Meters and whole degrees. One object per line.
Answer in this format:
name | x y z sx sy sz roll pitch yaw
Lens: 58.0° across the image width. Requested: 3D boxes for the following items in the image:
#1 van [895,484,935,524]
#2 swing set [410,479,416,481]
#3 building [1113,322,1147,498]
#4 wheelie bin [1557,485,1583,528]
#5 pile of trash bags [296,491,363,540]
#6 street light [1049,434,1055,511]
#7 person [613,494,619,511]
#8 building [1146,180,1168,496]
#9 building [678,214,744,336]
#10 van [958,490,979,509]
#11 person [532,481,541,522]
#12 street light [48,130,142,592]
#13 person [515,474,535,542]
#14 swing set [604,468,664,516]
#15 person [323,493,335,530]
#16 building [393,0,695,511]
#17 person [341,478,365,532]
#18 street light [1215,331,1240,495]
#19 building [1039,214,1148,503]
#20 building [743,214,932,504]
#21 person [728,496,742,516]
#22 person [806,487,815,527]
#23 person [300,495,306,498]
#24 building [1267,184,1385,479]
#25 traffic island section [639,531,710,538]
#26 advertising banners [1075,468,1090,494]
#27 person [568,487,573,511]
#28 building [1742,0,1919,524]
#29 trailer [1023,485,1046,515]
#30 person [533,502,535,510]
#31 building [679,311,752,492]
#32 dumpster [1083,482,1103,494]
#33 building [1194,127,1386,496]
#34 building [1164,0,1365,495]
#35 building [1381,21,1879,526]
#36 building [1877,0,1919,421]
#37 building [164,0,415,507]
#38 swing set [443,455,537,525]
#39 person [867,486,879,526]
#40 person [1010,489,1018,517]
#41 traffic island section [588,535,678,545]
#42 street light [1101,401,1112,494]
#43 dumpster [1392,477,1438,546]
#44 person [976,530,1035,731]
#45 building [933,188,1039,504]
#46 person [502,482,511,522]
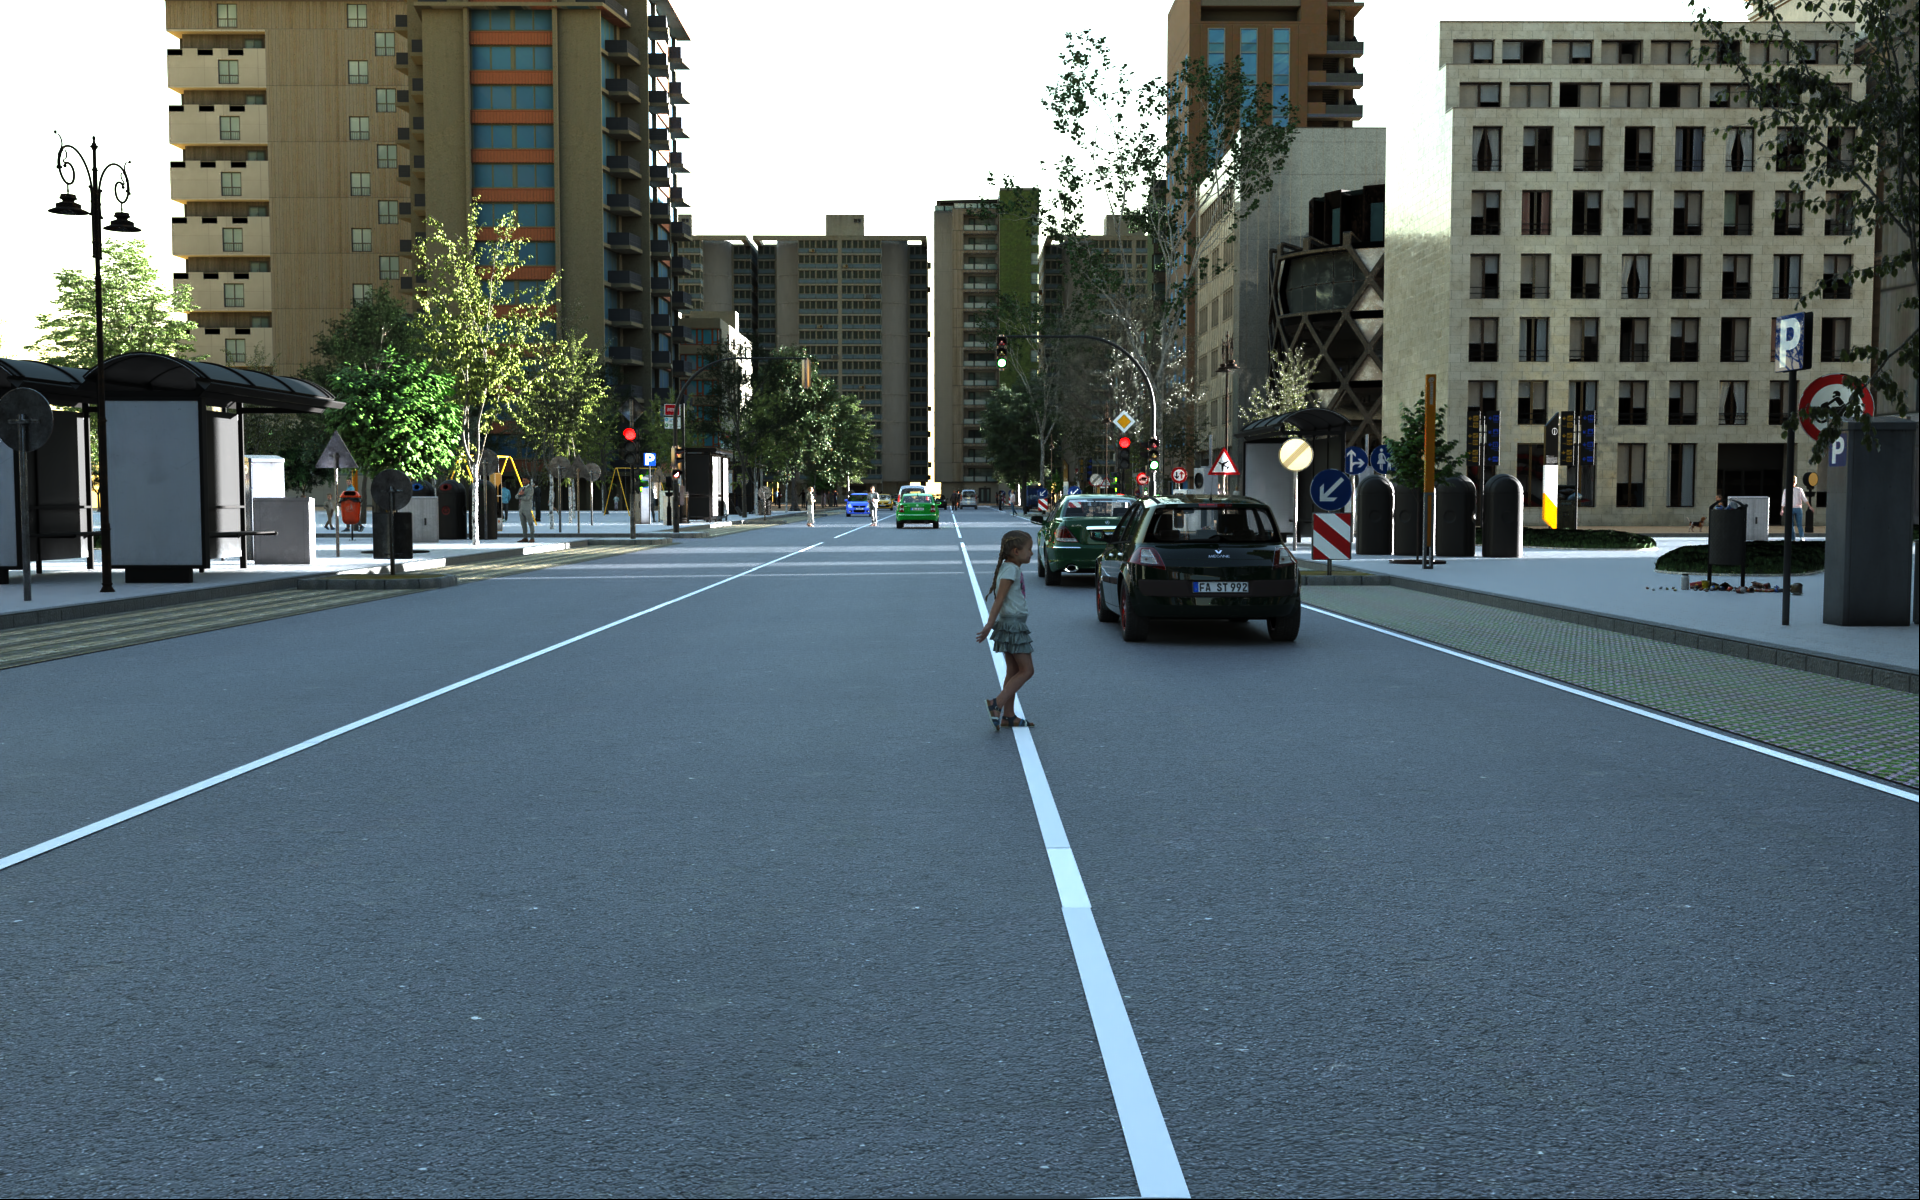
van | -2.232 -4.766 84.934 2.013 2.044 4.112 0 4 1
swing set | -37.308 -7.601 121.899 3.119 2.851 2.862 1 4 14
building | 31.518 -20.730 183.974 27.650 21.520 28.899 0 4 0
wheelie bin | 21.150 -3.205 60.307 0.980 1.594 0.693 1 4 21
pile of trash bags | -18.139 -2.301 47.368 3.447 1.369 1.912 -1 4 -14
street light | 6.978 -9.769 132.508 0.468 5.910 1.993 0 4 0
person | -26.050 -7.395 131.234 0.425 1.301 0.394 -2 4 -27
building | 24.210 -23.846 161.578 14.160 30.474 14.107 0 4 0
building | -40.085 -33.721 243.224 23.993 40.220 32.217 0 4 0
van | 0.813 -9.603 164.027 2.013 2.044 4.112 0 4 0
person | -19.771 -4.605 80.702 0.474 1.900 0.648 0 4 -7
street light | -11.177 -3.042 22.529 0.468 5.910 1.993 0 4 0
person | -11.558 -2.430 45.950 0.511 1.800 0.466 1 4 20
swing set | -19.326 -6.448 103.052 3.119 2.851 2.862 -3 5 -43
person | -22.679 -3.184 62.366 0.640 1.303 0.475 2 4 28
building | -34.789 -30.100 146.751 22.147 44.769 28.867 0 4 0
person | -20.662 -3.239 58.867 0.748 1.841 0.638 -1 4 -13
street light | 7.592 -4.681 49.321 0.468 5.910 1.993 0 4 0
building | 23.052 -33.732 243.394 23.993 40.220 32.217 0 4 0
building | -16.093 -33.736 243.462 23.993 40.220 32.217 0 4 0
person | -13.264 -5.716 99.714 1.509 1.804 0.699 -1 4 -17
person | -6.567 -4.123 76.454 0.362 1.759 0.519 -2 4 -24
person | -24.943 -3.376 65.918 0.373 1.253 0.362 1 4 12
building | 26.751 -14.451 103.730 16.820 18.784 16.811 0 4 0
traffic island section | -9.468 -2.166 57.703 2.009 0.180 2.903 0 4 0
advertising banners | 8.283 -7.401 117.195 0.090 3.025 2.074 -2 4 -24
person | -28.893 -7.527 129.085 0.580 1.828 0.573 1 4 15
building | 46.509 -17.677 74.922 20.117 28.700 13.634 0 4 0
trailer | 4.925 -6.626 115.377 1.471 1.999 3.904 0 4 0
person | -28.442 -6.328 115.001 1.012 1.151 0.738 0 4 7
building | -38.079 -20.733 184.017 28.899 21.520 27.650 0 4 0
dumpster | 10.079 -7.929 132.131 1.502 2.255 1.985 0 4 0
building | 23.951 -18.584 121.862 12.078 24.808 19.932 0 4 0
building | 25.180 -30.358 146.463 14.600 45.320 14.200 0 4 0
building | 27.717 -13.387 73.629 16.860 20.320 10.420 0 4 0
building | 25.164 -21.203 30.266 14.154 41.232 14.086 0 4 0
building | -66.682 -36.332 183.260 27.495 52.752 28.713 0 4 0
swing set | -19.291 -4.438 70.179 2.862 2.851 3.119 2 4 26
person | -3.946 -4.220 77.702 0.606 1.804 0.583 1 4 17
person | 3.438 -6.181 110.232 0.598 1.740 0.731 -2 4 -26
traffic island section | -9.406 -1.678 49.718 2.009 0.180 2.903 0 4 0
street light | 7.279 -6.933 86.150 0.468 5.910 1.993 0 4 0
dumpster | 11.030 -2.179 41.377 1.264 1.857 1.865 0 4 0
person | 0.264 0.176 10.641 0.382 1.210 0.505 0 4 -6
building | 3.405 -33.632 233.478 14.086 41.232 14.154 0 4 0
person | -20.975 -4.501 79.647 0.660 1.820 0.620 -3 4 -37
